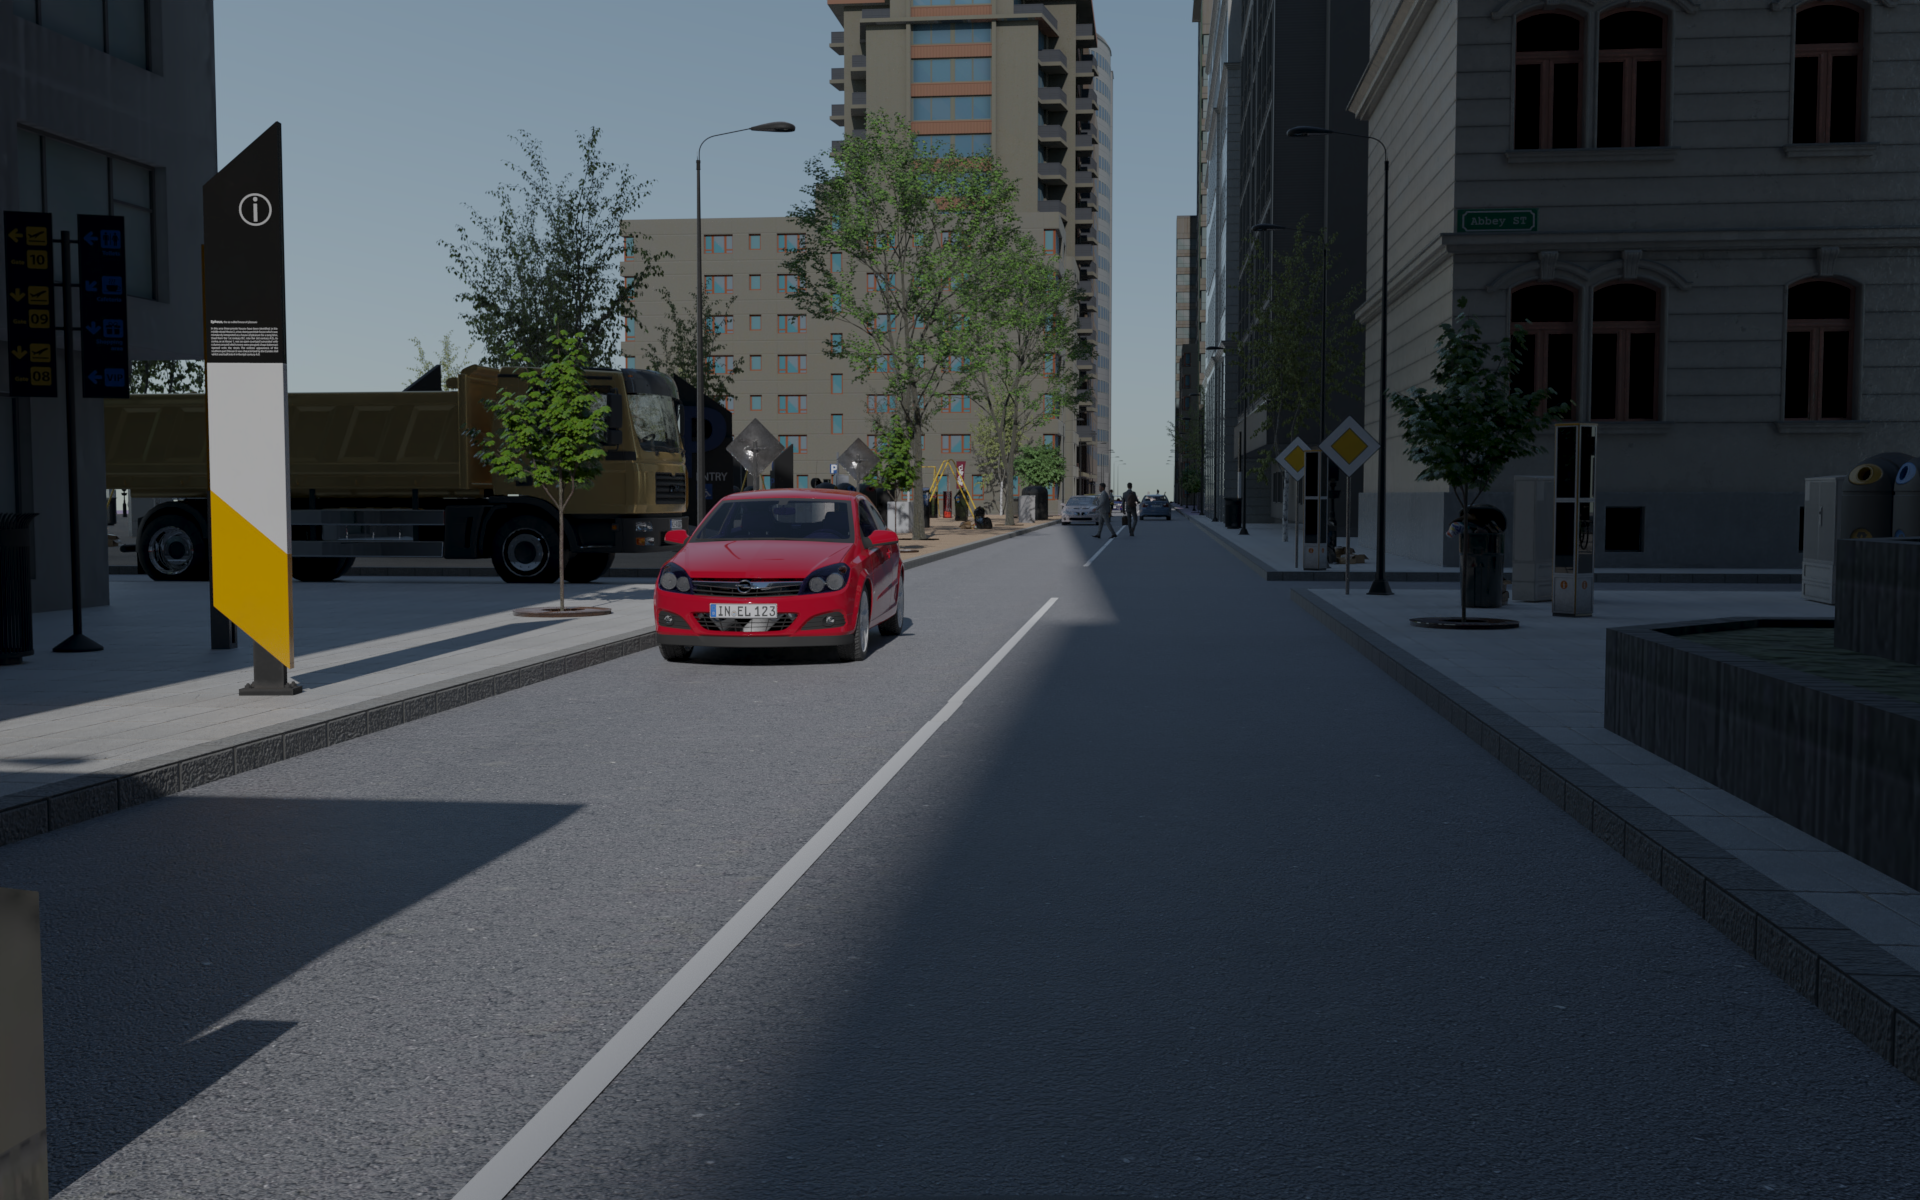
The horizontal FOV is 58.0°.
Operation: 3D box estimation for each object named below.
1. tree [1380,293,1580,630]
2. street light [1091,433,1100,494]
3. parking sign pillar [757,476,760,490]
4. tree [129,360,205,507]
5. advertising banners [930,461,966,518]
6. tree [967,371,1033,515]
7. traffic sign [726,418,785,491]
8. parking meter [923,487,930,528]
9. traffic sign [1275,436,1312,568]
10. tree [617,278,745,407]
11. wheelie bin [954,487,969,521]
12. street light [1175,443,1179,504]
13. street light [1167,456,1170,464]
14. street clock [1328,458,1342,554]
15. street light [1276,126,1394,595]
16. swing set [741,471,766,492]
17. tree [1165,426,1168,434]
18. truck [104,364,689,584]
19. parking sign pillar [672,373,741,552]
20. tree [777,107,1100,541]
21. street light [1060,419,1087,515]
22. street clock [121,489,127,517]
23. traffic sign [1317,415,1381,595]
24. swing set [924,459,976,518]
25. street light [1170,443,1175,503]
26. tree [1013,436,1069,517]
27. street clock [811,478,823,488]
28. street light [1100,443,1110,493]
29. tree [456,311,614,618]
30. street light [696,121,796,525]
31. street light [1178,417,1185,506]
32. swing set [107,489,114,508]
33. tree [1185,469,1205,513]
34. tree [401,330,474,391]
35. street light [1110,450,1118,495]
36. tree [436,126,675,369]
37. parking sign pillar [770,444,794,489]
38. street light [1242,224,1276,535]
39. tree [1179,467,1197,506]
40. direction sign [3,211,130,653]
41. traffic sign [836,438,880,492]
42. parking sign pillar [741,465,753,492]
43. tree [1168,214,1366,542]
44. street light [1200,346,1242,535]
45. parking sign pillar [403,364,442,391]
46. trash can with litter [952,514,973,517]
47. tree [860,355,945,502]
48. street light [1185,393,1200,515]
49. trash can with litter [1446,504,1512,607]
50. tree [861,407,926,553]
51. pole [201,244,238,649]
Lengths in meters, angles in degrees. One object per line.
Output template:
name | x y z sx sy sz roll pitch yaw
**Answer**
tree | 4.843 -1.363 16.893 1.663 3.219 1.824 0 3 0
street light | 9.703 -9.734 131.684 1.470 5.913 1.316 0 4 6
parking sign pillar | -12.068 -6.723 98.395 1.447 3.967 1.447 -1 4 -17
tree | -24.502 -6.010 48.634 4.360 8.622 3.978 0 3 0
advertising banners | -0.695 -5.852 91.875 2.074 3.025 0.090 1 4 12
tree | 2.451 -9.398 104.019 4.737 8.622 4.395 0 3 0
traffic sign | -2.704 -1.179 22.911 0.795 2.450 0.064 0 4 6
parking meter | -1.328 -3.504 65.709 0.372 1.533 0.369 0 3 0
traffic sign | 5.833 -1.610 29.968 0.795 2.450 0.064 0 4 6
tree | -9.358 -6.674 59.488 4.737 8.622 4.395 0 3 0
wheelie bin | 0.098 -4.543 82.192 0.693 1.594 0.980 1 4 11
street light | 17.180 -9.688 130.944 1.470 5.913 1.316 0 4 6
street light | 22.600 -12.732 180.710 1.470 5.913 1.316 0 4 6
street clock | 7.373 -1.817 34.284 0.358 2.002 0.471 1 4 10
street light | 4.828 -3.025 21.996 1.470 5.913 1.316 0 4 6
swing set | -13.940 -6.615 105.783 3.119 2.851 2.862 -2 4 -31
tree | 15.711 -9.887 112.017 4.737 8.622 4.395 0 3 0
truck | -8.426 -1.922 27.352 9.791 3.379 3.469 0 4 8
parking sign pillar | -5.710 -3.064 38.572 1.447 3.967 1.447 -1 4 -11
tree | -1.318 -7.470 47.896 9.928 11.665 9.643 0 3 0
street light | 6.908 -8.207 106.725 1.470 5.913 1.316 0 4 6
street clock | -46.185 -5.575 95.720 0.471 2.002 0.358 -3 5 -41
traffic sign | 4.939 -1.125 22.033 0.795 2.450 0.064 0 4 6
swing set | -0.523 -4.961 78.725 2.862 2.851 3.119 0 4 -5
street light | 19.933 -11.227 156.106 1.470 5.913 1.316 0 4 6
tree | 4.499 -6.941 97.201 4.285 4.588 4.351 0 3 0
street clock | -6.435 -4.454 77.390 0.358 2.002 0.471 3 4 38
street light | 12.506 -11.237 156.273 1.470 5.913 1.316 0 4 6
tree | -4.238 -1.463 18.526 1.663 3.219 1.824 0 3 0
street light | -2.746 -3.013 21.811 1.470 5.913 1.316 0 4 6
street light | 14.308 -8.168 106.085 1.470 5.913 1.316 0 4 6
swing set | -26.756 -3.686 57.893 2.862 2.851 3.119 1 4 14
tree | 16.034 -7.487 117.021 1.663 3.219 1.824 0 3 0
tree | -23.597 -7.815 78.139 4.737 8.622 4.395 0 3 0
street light | 16.214 -13.263 189.392 1.470 5.913 1.316 0 4 6
tree | -7.808 -5.116 34.009 4.360 8.622 3.978 0 3 0
parking sign pillar | -9.509 -6.357 92.410 1.447 3.967 1.447 3 5 44
street light | 5.709 -3.506 29.866 1.470 5.913 1.316 0 4 6
tree | 25.903 -12.841 193.670 4.285 4.588 4.351 0 3 0
direction sign | -7.218 -1.350 14.069 0.876 3.537 0.379 -1 4 -18
traffic sign | -1.811 -1.664 30.846 0.795 2.450 0.064 0 4 6
parking sign pillar | -11.951 -6.312 91.668 1.447 3.967 1.447 -1 4 -20
tree | 8.941 -5.889 46.647 4.737 8.622 4.395 0 3 0
street light | 8.410 -5.011 54.467 1.470 5.913 1.316 0 4 6
parking sign pillar | -11.295 -2.883 35.607 1.447 3.967 1.447 2 4 35
trash can with litter | 0.010 -5.293 97.598 1.678 1.210 2.233 2 4 32
tree | -2.898 -8.491 89.194 4.360 8.622 3.978 0 3 0
street light | 11.271 -6.575 80.038 1.470 5.913 1.316 0 4 6
trash can with litter | 5.971 -0.517 19.841 0.624 1.170 1.055 2 4 26
tree | -1.332 -2.665 38.178 1.663 3.219 1.824 0 3 0
pole | -6.109 -1.250 14.284 0.158 3.312 0.155 0 3 0
